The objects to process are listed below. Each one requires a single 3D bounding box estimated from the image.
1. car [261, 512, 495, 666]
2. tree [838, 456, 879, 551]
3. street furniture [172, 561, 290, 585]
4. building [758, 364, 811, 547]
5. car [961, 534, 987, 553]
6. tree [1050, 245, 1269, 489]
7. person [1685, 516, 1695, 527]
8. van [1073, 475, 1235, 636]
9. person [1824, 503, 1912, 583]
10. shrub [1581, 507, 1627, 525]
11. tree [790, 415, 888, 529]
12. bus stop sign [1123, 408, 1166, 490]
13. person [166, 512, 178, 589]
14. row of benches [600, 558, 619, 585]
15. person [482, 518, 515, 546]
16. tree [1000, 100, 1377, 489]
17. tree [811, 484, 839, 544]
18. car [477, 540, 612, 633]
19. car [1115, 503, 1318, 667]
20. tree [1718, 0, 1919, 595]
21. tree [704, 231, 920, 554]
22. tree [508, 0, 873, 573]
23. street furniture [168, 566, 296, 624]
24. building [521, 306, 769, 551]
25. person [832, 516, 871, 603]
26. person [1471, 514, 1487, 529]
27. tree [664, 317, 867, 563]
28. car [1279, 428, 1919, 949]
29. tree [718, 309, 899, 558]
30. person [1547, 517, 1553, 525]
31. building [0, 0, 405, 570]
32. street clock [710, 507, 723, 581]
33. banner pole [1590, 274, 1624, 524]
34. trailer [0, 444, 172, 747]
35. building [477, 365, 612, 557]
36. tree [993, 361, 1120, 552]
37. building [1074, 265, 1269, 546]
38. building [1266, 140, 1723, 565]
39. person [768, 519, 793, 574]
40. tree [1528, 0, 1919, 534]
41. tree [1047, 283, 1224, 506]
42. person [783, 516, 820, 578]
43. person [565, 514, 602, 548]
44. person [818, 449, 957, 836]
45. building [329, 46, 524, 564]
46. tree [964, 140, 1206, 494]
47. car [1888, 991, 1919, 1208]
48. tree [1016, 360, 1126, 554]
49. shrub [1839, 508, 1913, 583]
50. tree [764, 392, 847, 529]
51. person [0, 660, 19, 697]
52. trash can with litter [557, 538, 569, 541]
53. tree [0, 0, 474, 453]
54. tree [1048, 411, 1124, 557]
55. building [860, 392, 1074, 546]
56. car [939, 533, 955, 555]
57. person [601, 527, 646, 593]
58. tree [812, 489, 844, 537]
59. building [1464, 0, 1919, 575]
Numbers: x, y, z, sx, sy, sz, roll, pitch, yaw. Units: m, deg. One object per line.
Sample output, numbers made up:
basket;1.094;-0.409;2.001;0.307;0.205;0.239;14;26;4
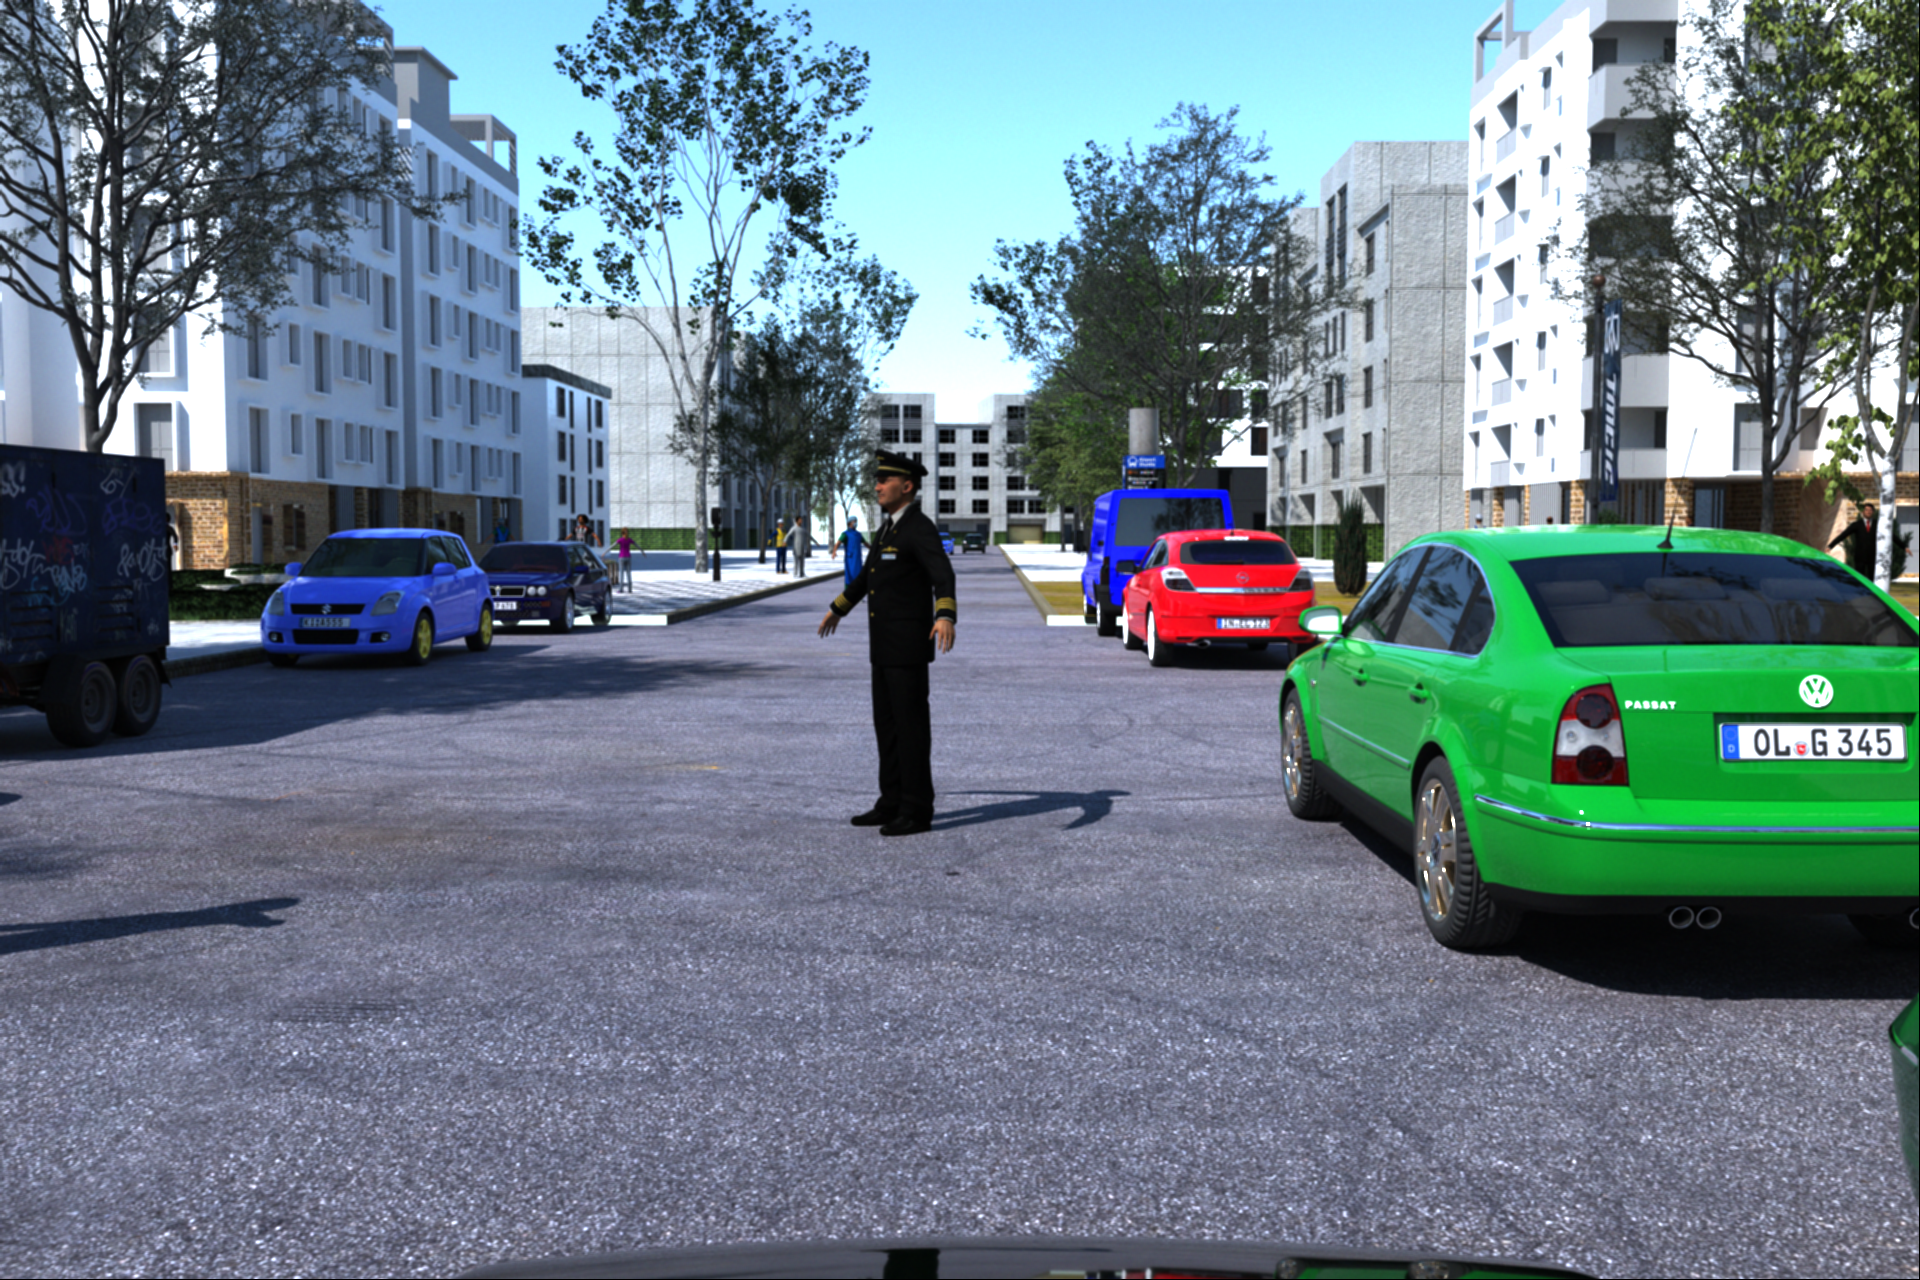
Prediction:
car;-6.636;-0.632;19.933;1.945;1.707;3.694;0;4;1
tree;-6.821;-11.249;134.287;4.360;8.622;3.978;0;3;0
street furniture;-16.236;-1.689;43.242;5.734;0.657;10.072;2;4;25
building;-26.183;-19.459;184.607;16.747;18.905;31.486;0;4;2
car;1.041;-7.330;129.635;2.009;1.686;4.222;0;4;1
tree;6.965;-8.236;60.411;9.928;11.665;9.643;0;3;0
person;20.472;-2.597;48.682;0.704;1.802;1.346;1;4;20
van;2.888;-1.315;25.889;2.240;2.365;5.245;0;4;0
person;15.410;-1.422;29.430;1.347;1.806;0.705;1;4;21
shrub;17.008;-2.516;45.564;1.690;2.028;1.600;0;3;0
tree;-8.166;-11.725;126.110;8.767;10.594;7.601;-1;4;-23
bus stop sign;3.866;-2.903;36.472;0.837;3.901;0.837;0;4;2
person;-16.630;-1.795;36.064;1.216;1.740;0.721;2;4;34
row of benches;-8.946;-1.684;42.992;1.422;0.672;4.104;0;4;-6
person;-15.196;-3.127;57.252;0.704;1.817;1.347;3;4;38
tree;6.329;-8.447;48.485;12.009;13.543;11.850;0;3;0
tree;-17.895;-16.801;225.063;4.737;8.622;4.395;0;3;0
car;-6.460;-0.834;26.223;1.945;1.354;3.894;0;4;1
car;2.933;-0.681;20.171;2.155;1.783;4.494;0;4;0
tree;9.239;-4.061;16.766;4.737;8.622;4.395;0;3;0
tree;-9.214;-15.508;109.446;12.611;20.169;13.585;0;3;0
tree;-8.897;-12.368;58.101;12.611;20.169;13.585;0;3;0
street furniture;-12.243;-0.877;29.967;5.734;0.657;10.072;1;4;11
building;-26.924;-17.359;150.272;16.747;18.905;31.486;0;4;1
person;-2.213;-1.683;36.109;0.704;1.817;1.347;3;5;43
person;14.609;-2.628;48.825;1.347;1.847;0.705;0;4;-7
tree;-8.550;-8.600;75.027;8.767;10.594;7.601;-1;4;-21
car;2.540;0.088;7.356;1.959;1.807;4.718;0;4;0
tree;-8.129;-11.244;94.210;12.009;13.543;11.850;0;3;0
person;17.619;-2.781;51.748;1.348;1.796;0.705;2;4;35
building;-25.982;-11.943;51.685;16.016;20.090;11.380;0;4;1
street clock;-6.622;-2.602;47.107;0.358;2.002;0.471;0;3;0
banner pole;6.159;-1.625;16.579;0.401;3.779;0.863;0;4;1
trailer;-6.530;-0.257;11.244;1.471;1.999;3.904;0;4;1
building;-24.604;-9.651;99.946;9.099;9.664;28.070;0;4;1
tree;7.211;-12.960;122.271;12.009;13.543;11.850;0;3;0
building;23.558;-18.583;147.806;27.936;21.610;32.646;0;4;1
building;26.264;-13.459;86.520;16.747;18.905;31.486;0;4;1
person;-5.718;-3.023;55.891;1.216;1.772;0.721;-3;5;-44
tree;16.598;-7.627;35.065;12.009;13.543;11.850;0;3;0
tree;7.348;-9.444;72.532;7.486;12.596;7.792;0;3;0
person;-4.701;-2.730;50.815;1.347;1.806;0.705;-3;5;-44
person;-10.405;-2.540;47.670;1.345;1.843;0.704;1;4;20
person;-0.315;0.000;8.388;0.705;1.837;1.347;-2;4;-29
building;-25.862;-12.985;68.721;16.016;20.090;11.380;0;4;1
tree;6.131;-14.099;86.404;12.611;20.169;13.585;0;3;0
car;2.519;0.656;1.066;2.131;1.459;4.920;0;3;0
tree;7.337;-11.779;110.711;7.486;12.596;7.792;0;3;0
shrub;23.512;-2.451;44.499;1.690;2.028;1.600;0;3;0
tree;-8.181;-8.171;83.953;4.360;8.622;3.978;0;3;0
person;-3.772;0.184;5.573;1.348;1.813;0.705;0;4;-5
trash can with litter;-7.115;-1.273;31.867;1.678;1.210;2.233;0;4;2
tree;-12.412;-6.999;24.798;12.009;13.543;11.850;0;3;0
tree;7.156;-9.026;97.943;4.737;8.622;4.395;0;3;0
building;3.256;-21.741;224.387;31.486;18.905;16.747;0;4;-6
car;-1.293;-6.717;119.410;1.945;1.707;3.694;0;4;1
person;-7.279;-1.729;37.542;0.991;1.433;0.599;-2;4;-27
tree;-16.395;-16.423;218.873;4.360;8.622;3.978;0;3;0
building;23.962;-12.630;62.918;16.016;20.090;11.380;0;4;1
